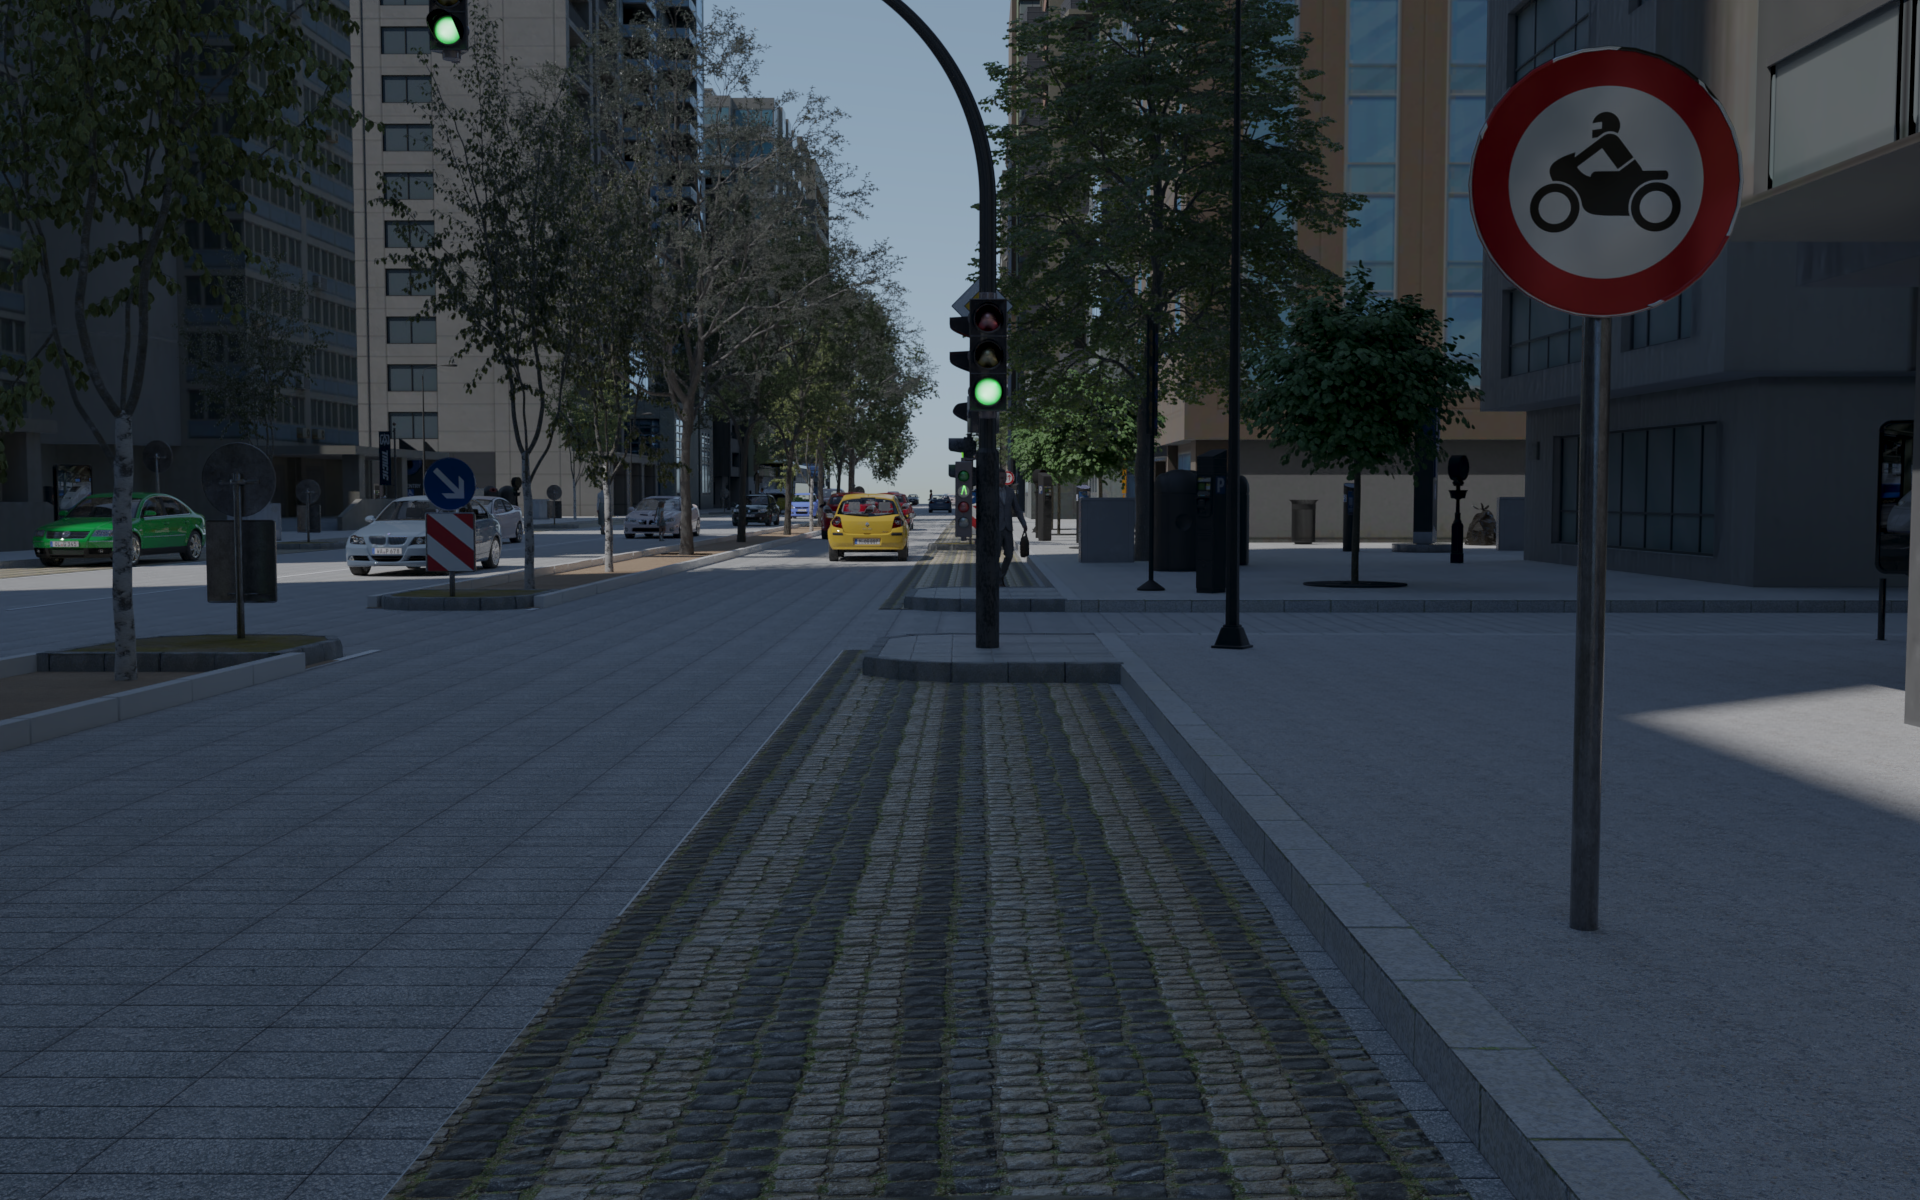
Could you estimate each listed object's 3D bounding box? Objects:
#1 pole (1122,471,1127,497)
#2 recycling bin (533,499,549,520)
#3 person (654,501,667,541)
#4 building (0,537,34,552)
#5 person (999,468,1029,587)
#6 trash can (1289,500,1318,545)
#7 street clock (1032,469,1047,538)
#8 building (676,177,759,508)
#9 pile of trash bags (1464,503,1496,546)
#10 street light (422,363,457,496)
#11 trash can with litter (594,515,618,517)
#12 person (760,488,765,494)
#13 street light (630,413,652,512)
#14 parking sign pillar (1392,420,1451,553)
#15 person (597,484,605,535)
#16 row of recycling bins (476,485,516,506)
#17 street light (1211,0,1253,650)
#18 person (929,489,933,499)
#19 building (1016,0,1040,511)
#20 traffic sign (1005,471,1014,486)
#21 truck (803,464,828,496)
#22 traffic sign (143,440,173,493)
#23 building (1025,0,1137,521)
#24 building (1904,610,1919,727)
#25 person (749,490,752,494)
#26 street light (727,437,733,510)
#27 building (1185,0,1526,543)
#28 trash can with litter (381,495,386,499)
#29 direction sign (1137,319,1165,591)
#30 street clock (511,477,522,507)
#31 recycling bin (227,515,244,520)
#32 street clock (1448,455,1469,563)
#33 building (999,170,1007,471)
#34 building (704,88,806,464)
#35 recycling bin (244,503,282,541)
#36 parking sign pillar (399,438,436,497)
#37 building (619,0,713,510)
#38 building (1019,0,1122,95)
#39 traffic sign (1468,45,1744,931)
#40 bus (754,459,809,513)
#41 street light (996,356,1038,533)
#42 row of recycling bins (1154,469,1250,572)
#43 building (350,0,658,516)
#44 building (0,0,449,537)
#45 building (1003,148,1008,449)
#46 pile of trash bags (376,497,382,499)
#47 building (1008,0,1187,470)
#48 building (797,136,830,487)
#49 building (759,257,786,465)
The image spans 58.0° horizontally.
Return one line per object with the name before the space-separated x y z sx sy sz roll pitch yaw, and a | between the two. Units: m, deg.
pole | 6.222 -4.384 65.514 0.158 3.312 0.155 0 3 0
recycling bin | -21.250 -4.588 87.567 0.722 1.027 0.722 3 4 36
person | -9.168 -2.398 52.729 0.505 1.210 0.382 2 4 35
building | -37.345 -20.940 34.250 32.217 40.220 23.993 0 4 0
person | 0.634 -1.043 25.682 0.709 1.813 0.853 -2 4 -26
trash can | 8.748 -1.985 44.109 0.748 1.137 0.748 0 3 0
street clock | 2.325 -2.801 50.370 0.358 2.002 0.471 3 5 40
building | -26.552 -23.568 157.039 14.160 30.474 14.107 0 4 0
pile of trash bags | 14.513 -2.057 43.385 3.447 1.369 1.912 -1 4 -20
street light | -18.542 -5.450 61.656 1.470 5.913 1.316 0 4 0
trash can with litter | -19.946 -5.247 96.847 1.678 1.210 2.233 1 4 11
person | -12.464 -6.146 108.972 0.705 1.826 1.348 2 4 30
street light | -18.261 -7.735 99.010 1.470 5.913 1.316 0 4 0
parking sign pillar | 10.328 -3.051 38.351 1.447 3.967 1.447 1 4 20
person | -12.534 -3.188 60.848 0.478 1.798 0.641 1 4 14
row of recycling bins | -22.828 -4.621 82.667 3.534 1.692 1.069 -3 5 -44
street light | 1.731 -2.554 14.292 1.470 5.913 1.316 0 4 0
person | -2.462 -8.349 144.947 0.705 1.831 1.348 0 4 -5
building | 11.403 -27.667 135.945 14.154 41.232 14.086 0 4 0
traffic sign | 2.602 -5.818 95.229 0.768 2.556 0.104 1 4 8
truck | -12.869 -10.320 158.484 2.967 4.110 18.799 0 4 0
traffic sign | -18.967 -2.497 40.939 0.768 2.556 0.104 1 4 8
building | 14.723 -46.939 80.118 22.319 86.520 31.000 0 4 0
building | 10.570 -19.684 5.432 14.154 41.232 14.086 0 4 0
person | -16.460 -7.755 135.971 1.217 1.739 0.721 -1 4 -13
street light | -17.909 -10.120 138.005 1.470 5.913 1.316 0 4 0
building | 12.789 -24.510 50.848 14.600 45.320 14.200 0 4 0
trash can with litter | -30.219 -4.914 91.395 1.678 1.210 2.233 0 4 -3
direction sign | 2.544 -1.894 22.961 0.379 3.537 0.876 1 4 14
street clock | -18.792 -4.212 73.428 0.358 2.002 0.471 1 4 21
recycling bin | -22.647 -2.576 54.679 0.722 1.027 0.722 0 3 0
street clock | 9.217 -1.682 32.066 0.358 2.002 0.471 3 4 39
building | 16.429 -38.040 245.661 21.300 48.544 21.600 0 4 0
building | -30.609 -36.210 211.639 23.786 49.044 30.456 0 4 0
recycling bin | -19.144 -2.148 47.674 0.722 1.027 0.722 -3 4 -36
parking sign pillar | -26.294 -5.787 83.094 1.447 3.967 1.447 0 4 7
building | -30.779 -50.164 132.851 22.319 86.520 31.000 0 4 0
building | 15.120 -28.115 114.299 22.147 44.769 28.867 0 4 0
traffic sign | 1.845 -0.302 5.043 0.768 2.556 0.104 0 4 4
bus | -12.729 -8.175 125.210 2.896 3.916 12.252 0 4 0
street light | 2.020 -5.200 57.557 1.470 5.913 1.316 0 4 0
row of recycling bins | 4.178 -1.406 30.097 1.069 1.692 3.534 2 4 26
building | -30.092 -40.922 107.331 20.563 71.187 20.611 0 4 0
building | -37.565 -22.893 66.186 32.217 40.220 23.993 0 4 0
building | 16.335 -33.737 206.228 22.147 44.769 28.867 0 4 0
pile of trash bags | -28.106 -4.646 85.719 1.912 1.369 3.447 1 4 9
building | 11.215 -30.601 150.443 14.600 45.320 14.200 0 4 0
building | -29.433 -37.566 237.897 21.300 48.544 21.600 0 4 0
building | -26.692 -25.537 189.232 14.160 30.474 14.107 0 4 0
